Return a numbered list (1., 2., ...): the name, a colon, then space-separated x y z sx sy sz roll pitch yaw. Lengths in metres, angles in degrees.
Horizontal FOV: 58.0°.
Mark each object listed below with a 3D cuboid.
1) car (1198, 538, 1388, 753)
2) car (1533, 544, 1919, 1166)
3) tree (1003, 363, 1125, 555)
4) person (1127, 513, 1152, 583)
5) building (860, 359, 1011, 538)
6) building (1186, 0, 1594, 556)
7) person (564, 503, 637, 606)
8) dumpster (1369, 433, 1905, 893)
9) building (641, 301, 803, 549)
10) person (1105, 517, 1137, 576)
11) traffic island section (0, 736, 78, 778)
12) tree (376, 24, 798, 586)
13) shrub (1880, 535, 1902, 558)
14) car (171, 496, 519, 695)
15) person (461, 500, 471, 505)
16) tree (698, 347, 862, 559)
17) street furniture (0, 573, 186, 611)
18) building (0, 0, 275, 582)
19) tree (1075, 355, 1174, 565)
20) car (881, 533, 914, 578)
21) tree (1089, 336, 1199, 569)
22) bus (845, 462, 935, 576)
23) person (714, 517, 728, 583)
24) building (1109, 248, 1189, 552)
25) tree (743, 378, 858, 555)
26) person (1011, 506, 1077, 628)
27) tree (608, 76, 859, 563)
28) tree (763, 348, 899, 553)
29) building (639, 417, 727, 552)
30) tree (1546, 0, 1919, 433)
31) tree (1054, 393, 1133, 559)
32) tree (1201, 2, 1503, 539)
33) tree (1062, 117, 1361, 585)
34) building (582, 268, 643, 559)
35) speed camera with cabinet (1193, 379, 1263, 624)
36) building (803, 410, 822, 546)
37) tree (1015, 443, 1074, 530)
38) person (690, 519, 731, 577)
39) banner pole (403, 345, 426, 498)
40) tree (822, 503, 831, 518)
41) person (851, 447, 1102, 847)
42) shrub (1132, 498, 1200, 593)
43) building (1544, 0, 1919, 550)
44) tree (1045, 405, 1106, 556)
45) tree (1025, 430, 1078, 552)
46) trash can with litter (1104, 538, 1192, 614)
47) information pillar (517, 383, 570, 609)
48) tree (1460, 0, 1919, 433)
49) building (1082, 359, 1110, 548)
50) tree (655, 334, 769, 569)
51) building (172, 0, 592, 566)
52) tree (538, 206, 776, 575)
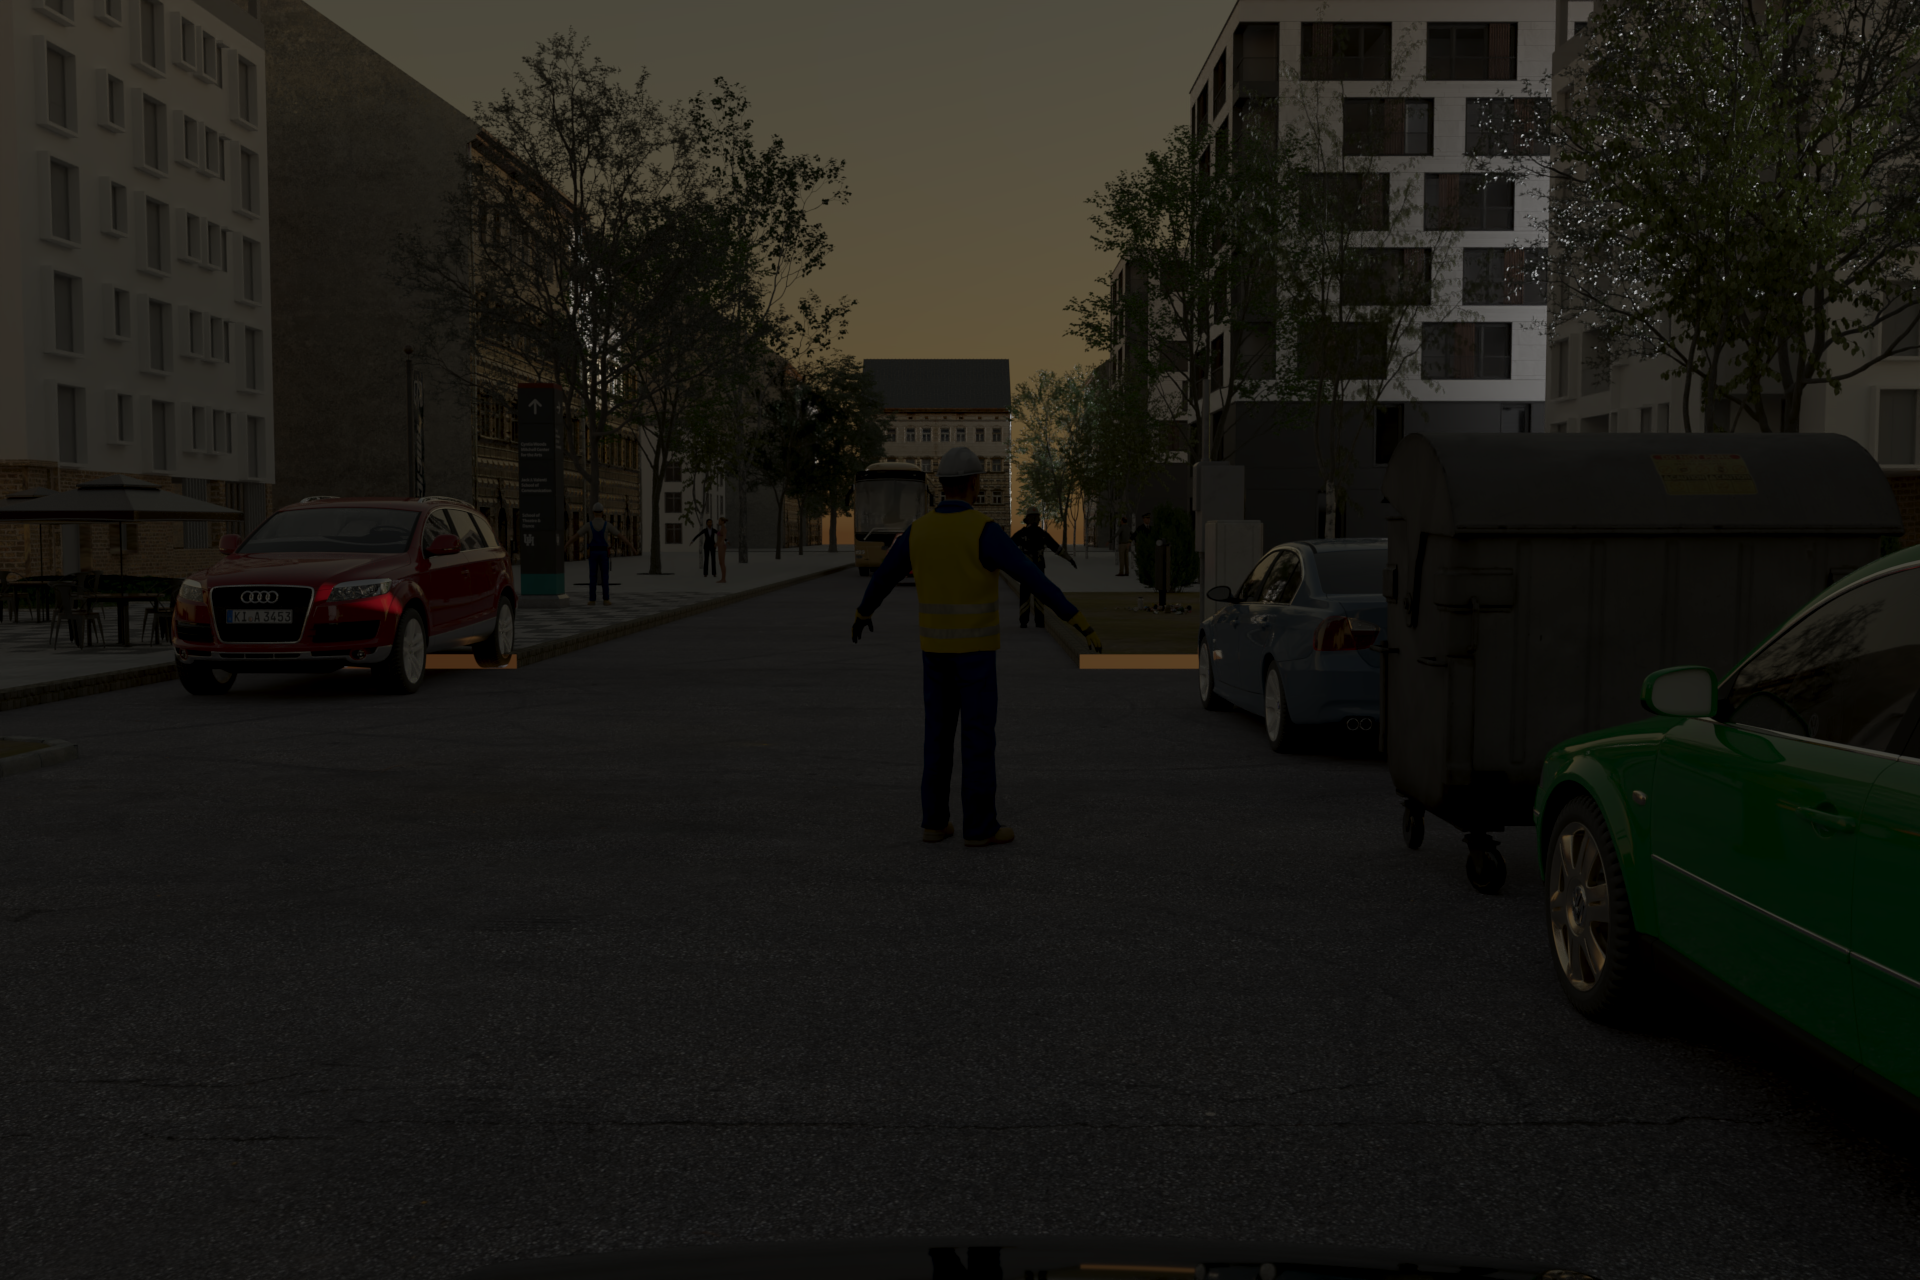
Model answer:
1. car: 2.881 -0.039 12.638 2.014 1.417 4.499 0 4 -1
2. car: 2.685 0.311 3.713 1.959 1.807 4.718 0 4 0
3. tree: 6.375 -11.049 106.406 9.928 11.665 9.643 0 3 0
4. person: 4.896 -2.413 45.382 1.347 1.837 0.705 -2 4 -29
5. building: -2.945 -23.390 215.817 18.063 23.208 19.493 0 4 0
6. building: 24.533 -14.605 82.764 27.936 21.610 32.646 0 3 0
7. person: -6.498 -1.548 31.159 1.347 1.847 0.705 -1 4 -11
8. dumpster: 2.785 0.052 7.373 1.865 1.857 1.264 0 4 -1
9. building: -24.760 -20.186 160.969 19.493 23.208 18.063 0 4 0
10. person: 4.968 -2.841 52.725 1.348 1.796 0.705 -3 5 -40
11. traffic island section: -6.626 0.751 10.582 1.991 0.108 1.994 0 3 0
12. tree: -9.232 -8.108 42.940 12.009 13.543 11.850 0 3 0
13. shrub: 19.476 -2.020 37.442 1.690 2.028 1.600 0 3 0
14. car: -5.887 -0.518 17.139 2.281 1.827 5.304 0 3 0
15. person: -8.409 -1.446 29.407 0.705 1.858 1.354 -1 4 -9
16. tree: -9.201 -9.328 86.918 8.767 10.594 7.601 0 4 -4
17. street furniture: -16.108 -1.036 32.570 10.072 0.657 5.734 3 5 44
18. building: -27.728 -11.471 43.969 16.016 20.090 11.380 0 4 0
19. tree: 6.576 -7.391 71.208 4.737 8.622 4.395 0 3 0
20. car: -1.174 -2.446 49.036 2.155 1.783 4.494 0 4 0
21. tree: 6.551 -6.931 63.681 4.737 8.622 4.395 0 3 0
22. bus: -2.274 -4.361 62.850 2.896 3.916 12.252 0 4 0
23. person: -6.348 -2.377 45.666 0.721 1.733 1.217 -1 4 -14
24. building: 25.839 -18.129 140.389 27.936 21.610 32.646 0 3 0
25. tree: -9.793 -10.398 104.415 8.767 10.594 7.601 1 4 20
26. person: 1.114 -1.119 26.527 1.354 1.856 0.705 -1 4 -11
27. tree: -10.477 -13.385 74.735 12.611 20.169 13.585 0 3 0
28. tree: -8.854 -13.080 120.515 9.857 13.997 8.962 0 3 0
29. building: -23.171 -11.997 138.293 9.099 9.664 28.070 0 4 -1
30. tree: 8.906 -4.258 19.989 4.737 8.622 4.395 0 3 0
31. tree: 6.651 -8.493 89.216 4.737 8.622 4.395 0 3 0
32. tree: 5.137 -4.565 24.999 4.360 8.622 3.978 0 3 0
33. tree: 6.322 -7.238 44.105 9.928 11.665 9.643 0 3 0
34. building: -28.074 -15.994 92.430 19.493 23.208 18.063 0 4 0
35. speed camera with cabinet: 3.333 -1.665 21.553 0.660 3.252 2.038 0 4 0
36. building: -25.195 -21.935 189.558 19.493 23.208 18.063 0 4 0
37. tree: 10.620 -18.098 214.024 7.486 12.596 7.792 0 3 0
38. person: -7.441 -2.742 51.555 1.216 1.740 0.721 -1 4 -13
39. banner pole: -7.286 -2.031 23.220 0.401 3.779 0.863 0 4 0
40. tree: -18.195 -17.055 213.254 7.601 10.594 8.767 0 4 -6
41. person: 0.015 0.023 8.044 1.349 1.833 0.705 2 4 31
42. shrub: 4.555 -2.071 37.896 1.661 2.075 1.752 0 3 0
43. building: 25.387 -12.341 58.201 16.016 20.090 11.380 0 4 0
44. tree: 6.517 -9.108 99.281 4.360 8.622 3.978 0 3 0
45. tree: 6.199 -10.477 121.667 4.737 8.622 4.395 0 3 0
46. trash can with litter: 3.288 -1.074 28.620 1.678 1.210 2.233 0 3 0
47. information pillar: -7.244 -2.484 29.990 0.750 3.857 0.750 0 4 0
48. tree: 13.546 -7.207 28.203 12.009 13.543 11.850 0 3 0
49. building: 22.037 -20.697 169.316 19.493 23.208 18.063 0 4 0
50. tree: -9.358 -6.918 63.466 4.737 8.622 4.395 0 3 0
51. building: -27.364 -14.849 73.709 19.493 23.208 18.063 0 4 1
52. tree: -9.451 -7.867 54.374 9.928 11.665 9.643 0 3 0
